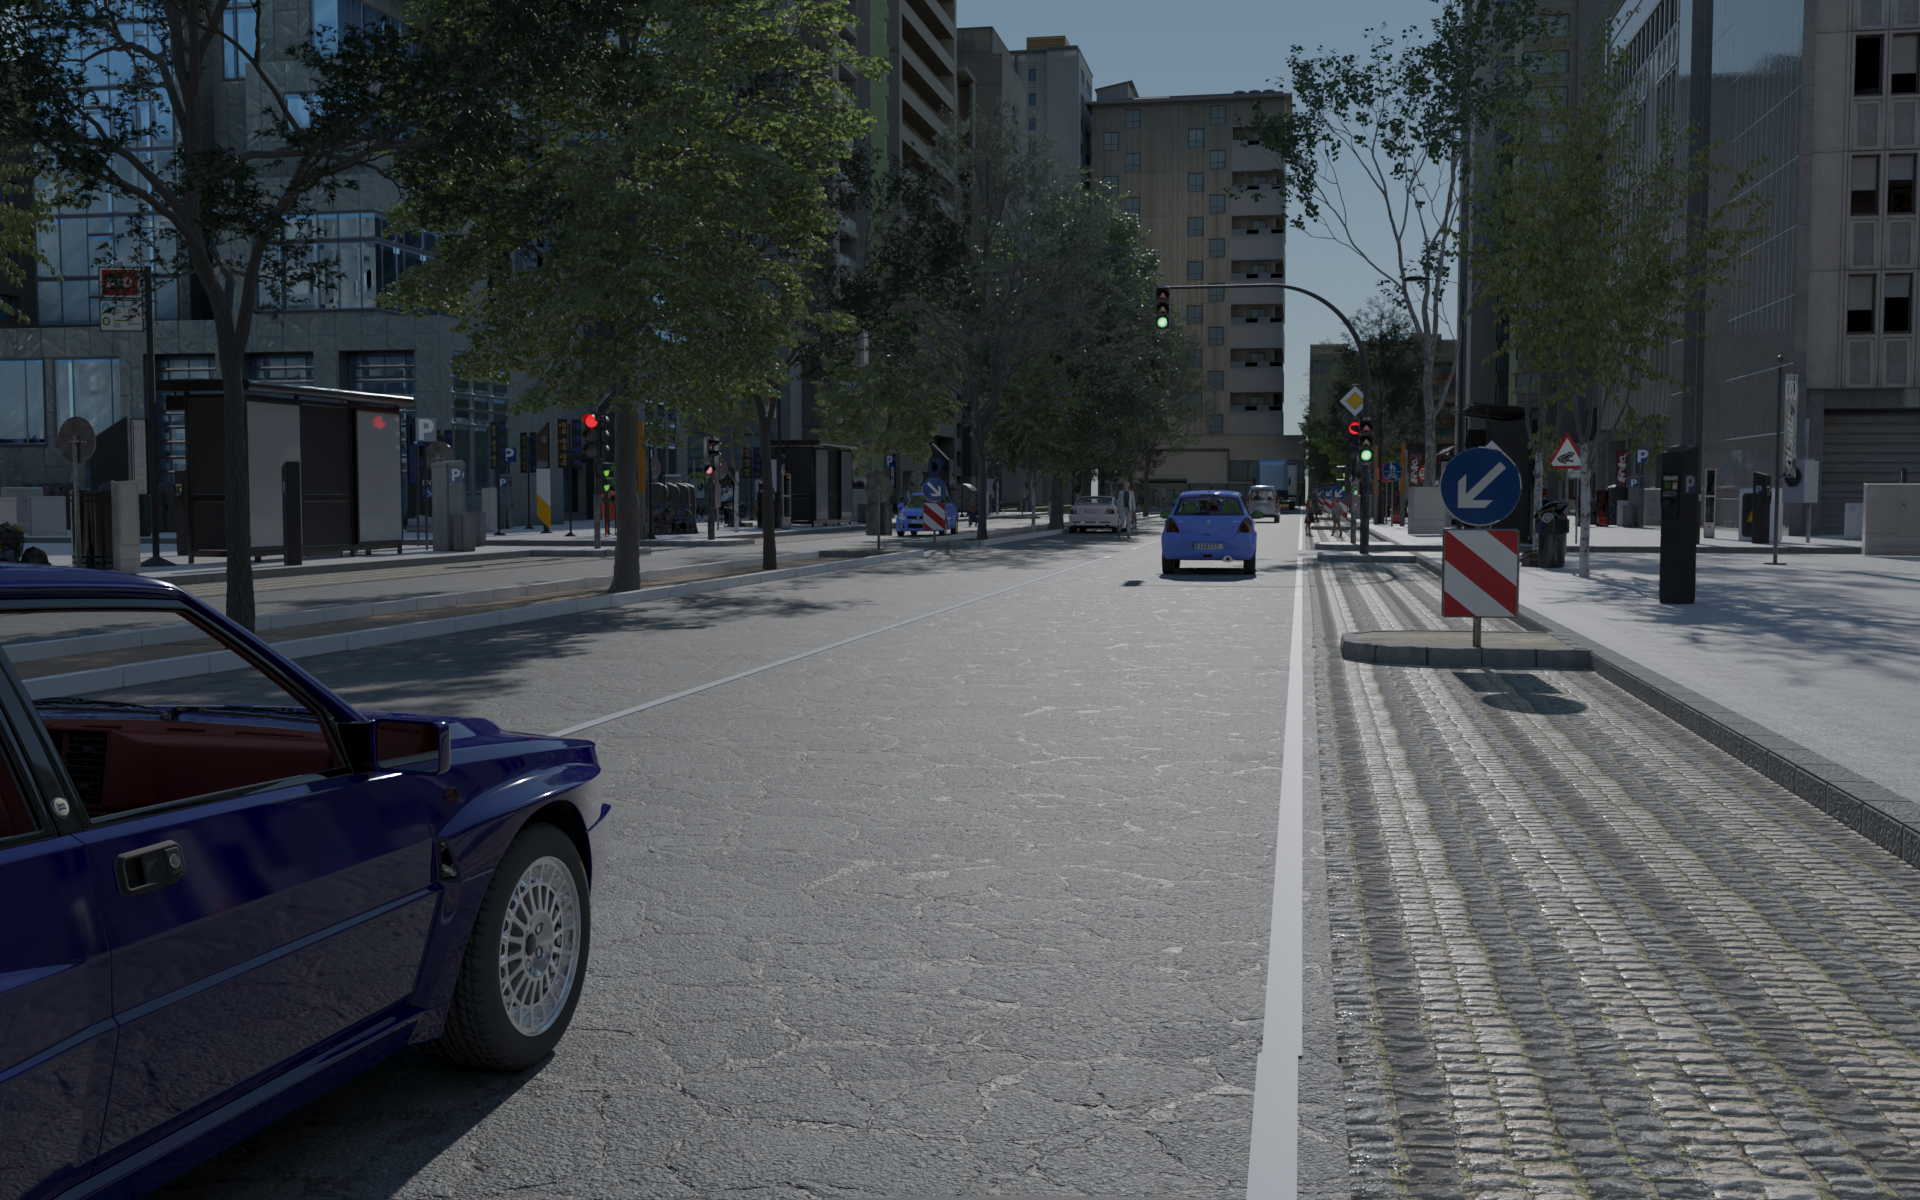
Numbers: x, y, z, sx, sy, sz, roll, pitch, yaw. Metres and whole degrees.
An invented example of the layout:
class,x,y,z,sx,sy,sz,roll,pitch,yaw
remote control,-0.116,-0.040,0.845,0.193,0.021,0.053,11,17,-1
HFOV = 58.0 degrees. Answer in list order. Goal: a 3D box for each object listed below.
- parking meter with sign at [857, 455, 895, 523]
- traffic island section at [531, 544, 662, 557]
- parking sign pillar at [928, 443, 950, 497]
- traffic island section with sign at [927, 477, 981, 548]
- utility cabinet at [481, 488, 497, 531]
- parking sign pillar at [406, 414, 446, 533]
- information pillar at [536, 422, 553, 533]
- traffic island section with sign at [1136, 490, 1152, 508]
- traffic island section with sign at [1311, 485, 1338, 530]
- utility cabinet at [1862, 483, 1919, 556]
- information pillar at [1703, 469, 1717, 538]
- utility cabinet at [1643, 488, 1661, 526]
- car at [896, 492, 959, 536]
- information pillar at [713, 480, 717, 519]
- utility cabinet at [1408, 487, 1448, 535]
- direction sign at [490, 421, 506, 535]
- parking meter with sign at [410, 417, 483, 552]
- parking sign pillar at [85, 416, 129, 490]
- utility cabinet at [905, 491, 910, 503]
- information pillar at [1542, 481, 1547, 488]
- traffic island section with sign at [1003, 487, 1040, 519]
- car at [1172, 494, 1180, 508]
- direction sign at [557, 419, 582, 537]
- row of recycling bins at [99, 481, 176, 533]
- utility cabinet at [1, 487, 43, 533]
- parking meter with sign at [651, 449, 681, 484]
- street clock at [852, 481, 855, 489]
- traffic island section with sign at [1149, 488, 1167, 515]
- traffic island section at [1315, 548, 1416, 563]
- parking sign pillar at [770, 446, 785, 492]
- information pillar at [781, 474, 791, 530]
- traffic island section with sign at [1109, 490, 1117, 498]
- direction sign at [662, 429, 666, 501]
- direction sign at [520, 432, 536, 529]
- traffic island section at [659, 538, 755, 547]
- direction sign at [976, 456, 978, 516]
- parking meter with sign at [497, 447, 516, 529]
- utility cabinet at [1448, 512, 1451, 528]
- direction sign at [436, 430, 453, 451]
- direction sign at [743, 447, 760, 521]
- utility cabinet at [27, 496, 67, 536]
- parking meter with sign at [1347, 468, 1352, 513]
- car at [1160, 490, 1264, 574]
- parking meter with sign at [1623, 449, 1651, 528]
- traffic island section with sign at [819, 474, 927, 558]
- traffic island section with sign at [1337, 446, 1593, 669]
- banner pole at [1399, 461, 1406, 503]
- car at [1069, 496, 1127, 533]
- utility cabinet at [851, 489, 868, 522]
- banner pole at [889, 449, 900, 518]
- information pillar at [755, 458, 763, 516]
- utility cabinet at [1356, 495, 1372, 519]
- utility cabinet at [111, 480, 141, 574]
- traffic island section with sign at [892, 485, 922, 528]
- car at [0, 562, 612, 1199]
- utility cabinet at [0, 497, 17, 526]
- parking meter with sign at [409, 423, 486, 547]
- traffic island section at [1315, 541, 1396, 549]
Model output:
class,x,y,z,sx,sy,sz,roll,pitch,yaw
parking meter with sign,-3.718,-4.897,76.332,1.738,3.016,0.543,-3,5,-40
traffic island section,-8.538,-1.127,40.713,2.009,0.180,2.903,1,4,11
parking sign pillar,-1.124,-6.317,91.749,1.447,3.967,1.447,-3,5,-41
traffic island section with sign,-0.562,-2.373,46.931,2.006,1.907,1.989,1,4,11
utility cabinet,-16.127,-3.096,59.297,0.318,1.500,1.173,0,4,-5
parking sign pillar,-17.913,-4.267,58.235,1.447,3.967,1.447,-1,4,-21
information pillar,-13.594,-3.987,56.542,0.504,3.616,0.183,1,4,22
traffic island section with sign,18.413,-10.194,175.306,1.989,1.847,2.006,1,4,11
traffic island section with sign,15.054,-3.709,69.274,1.989,1.847,2.006,1,4,11
utility cabinet,19.144,-1.635,35.419,1.173,1.500,0.318,1,4,16
information pillar,21.802,-2.805,50.358,0.304,2.012,0.304,1,4,22
utility cabinet,27.457,-3.660,68.522,0.318,1.500,1.173,-2,4,-26
car,-1.126,-3.083,59.992,1.945,1.707,3.694,1,4,9
information pillar,-12.917,-5.276,90.750,0.304,2.012,0.304,-1,4,-21
utility cabinet,14.578,-2.781,54.147,1.173,1.500,0.318,-1,4,-21
direction sign,-14.373,-3.789,53.948,0.876,3.537,0.379,3,5,45
parking meter with sign,-11.555,-2.613,38.988,1.738,3.016,0.543,3,5,40
parking sign pillar,-29.450,-4.363,59.809,1.447,3.967,1.447,3,5,40
utility cabinet,-3.468,-6.551,115.793,0.318,1.500,1.173,0,4,-8
information pillar,33.663,-5.835,99.896,0.304,2.012,0.304,1,4,14
traffic island section with sign,3.601,-5.610,100.354,1.989,1.847,2.006,1,4,11
car,23.499,-10.685,183.491,1.959,1.807,4.718,1,4,10
direction sign,-11.782,-3.690,52.325,0.379,3.537,0.876,3,4,38
row of recycling bins,-26.908,-3.039,56.808,1.069,1.692,3.534,1,4,11
utility cabinet,-30.502,-2.916,56.355,1.173,1.500,0.318,-1,4,-17
parking meter with sign,-11.201,-4.350,67.381,1.738,3.016,0.543,0,4,-5
street clock,-5.789,-5.379,92.509,0.358,2.002,0.471,1,4,17
traffic island section with sign,14.002,-6.882,120.650,2.006,1.907,1.989,1,4,11
traffic island section,8.719,-0.919,37.309,2.009,0.180,2.903,1,4,11
parking sign pillar,-10.104,-6.689,97.838,1.447,3.967,1.447,-3,5,-45
information pillar,-6.301,-3.559,62.689,0.304,2.012,0.304,-1,4,-18
traffic island section with sign,13.127,-8.559,148.565,1.989,1.847,2.006,1,4,11
direction sign,-10.347,-4.194,60.576,0.379,3.537,0.876,-1,4,-16
direction sign,-15.844,-4.381,63.620,0.876,3.537,0.379,3,4,37
traffic island section,-6.990,-1.606,48.547,2.009,0.180,2.903,1,4,11
direction sign,1.001,-6.756,102.456,0.379,3.537,0.876,0,4,6
parking meter with sign,-16.828,-4.139,63.941,0.543,3.016,1.738,0,4,-2
utility cabinet,17.827,-3.446,65.025,1.173,1.500,0.318,2,4,31
direction sign,-18.303,-4.241,61.341,0.876,3.537,0.379,2,4,25
direction sign,-10.060,-5.603,83.604,0.876,3.537,0.379,-1,4,-22
utility cabinet,-28.143,-2.583,53.388,0.306,1.237,1.020,3,5,45
parking meter with sign,26.448,-7.343,116.321,0.543,3.016,1.738,-1,4,-15
car,4.677,-1.388,32.279,1.945,1.707,3.694,1,4,10
parking meter with sign,25.903,-4.290,66.401,0.543,3.016,1.738,3,4,38
traffic island section with sign,-2.008,-1.928,39.666,2.006,1.907,1.989,1,4,11
traffic island section with sign,4.381,-0.404,15.228,1.989,1.847,2.006,1,4,11
banner pole,29.046,-7.566,113.719,0.863,3.779,0.401,1,4,9
car,5.185,-3.199,64.668,2.083,1.381,4.827,1,4,11
utility cabinet,-4.724,-4.353,79.857,1.173,1.500,0.318,-1,4,-9
banner pole,-3.495,-6.296,92.953,0.863,3.779,0.401,-1,4,-18
information pillar,-11.451,-6.569,98.757,0.504,3.616,0.183,-1,4,-14
utility cabinet,20.825,-4.788,89.451,0.306,1.237,1.020,-2,4,-24
utility cabinet,-13.413,-1.170,27.815,0.318,1.500,1.173,-2,4,-31
traffic island section with sign,-1.881,-3.920,72.726,1.989,1.847,2.006,1,4,11
car,-2.134,0.564,3.361,1.945,1.354,3.894,1,4,13
utility cabinet,-19.724,-1.468,35.158,0.306,1.237,1.020,2,4,35
parking meter with sign,-12.462,-2.813,42.252,1.738,3.016,0.543,1,4,9
traffic island section,10.268,-1.398,45.143,2.009,0.180,2.903,1,4,11
